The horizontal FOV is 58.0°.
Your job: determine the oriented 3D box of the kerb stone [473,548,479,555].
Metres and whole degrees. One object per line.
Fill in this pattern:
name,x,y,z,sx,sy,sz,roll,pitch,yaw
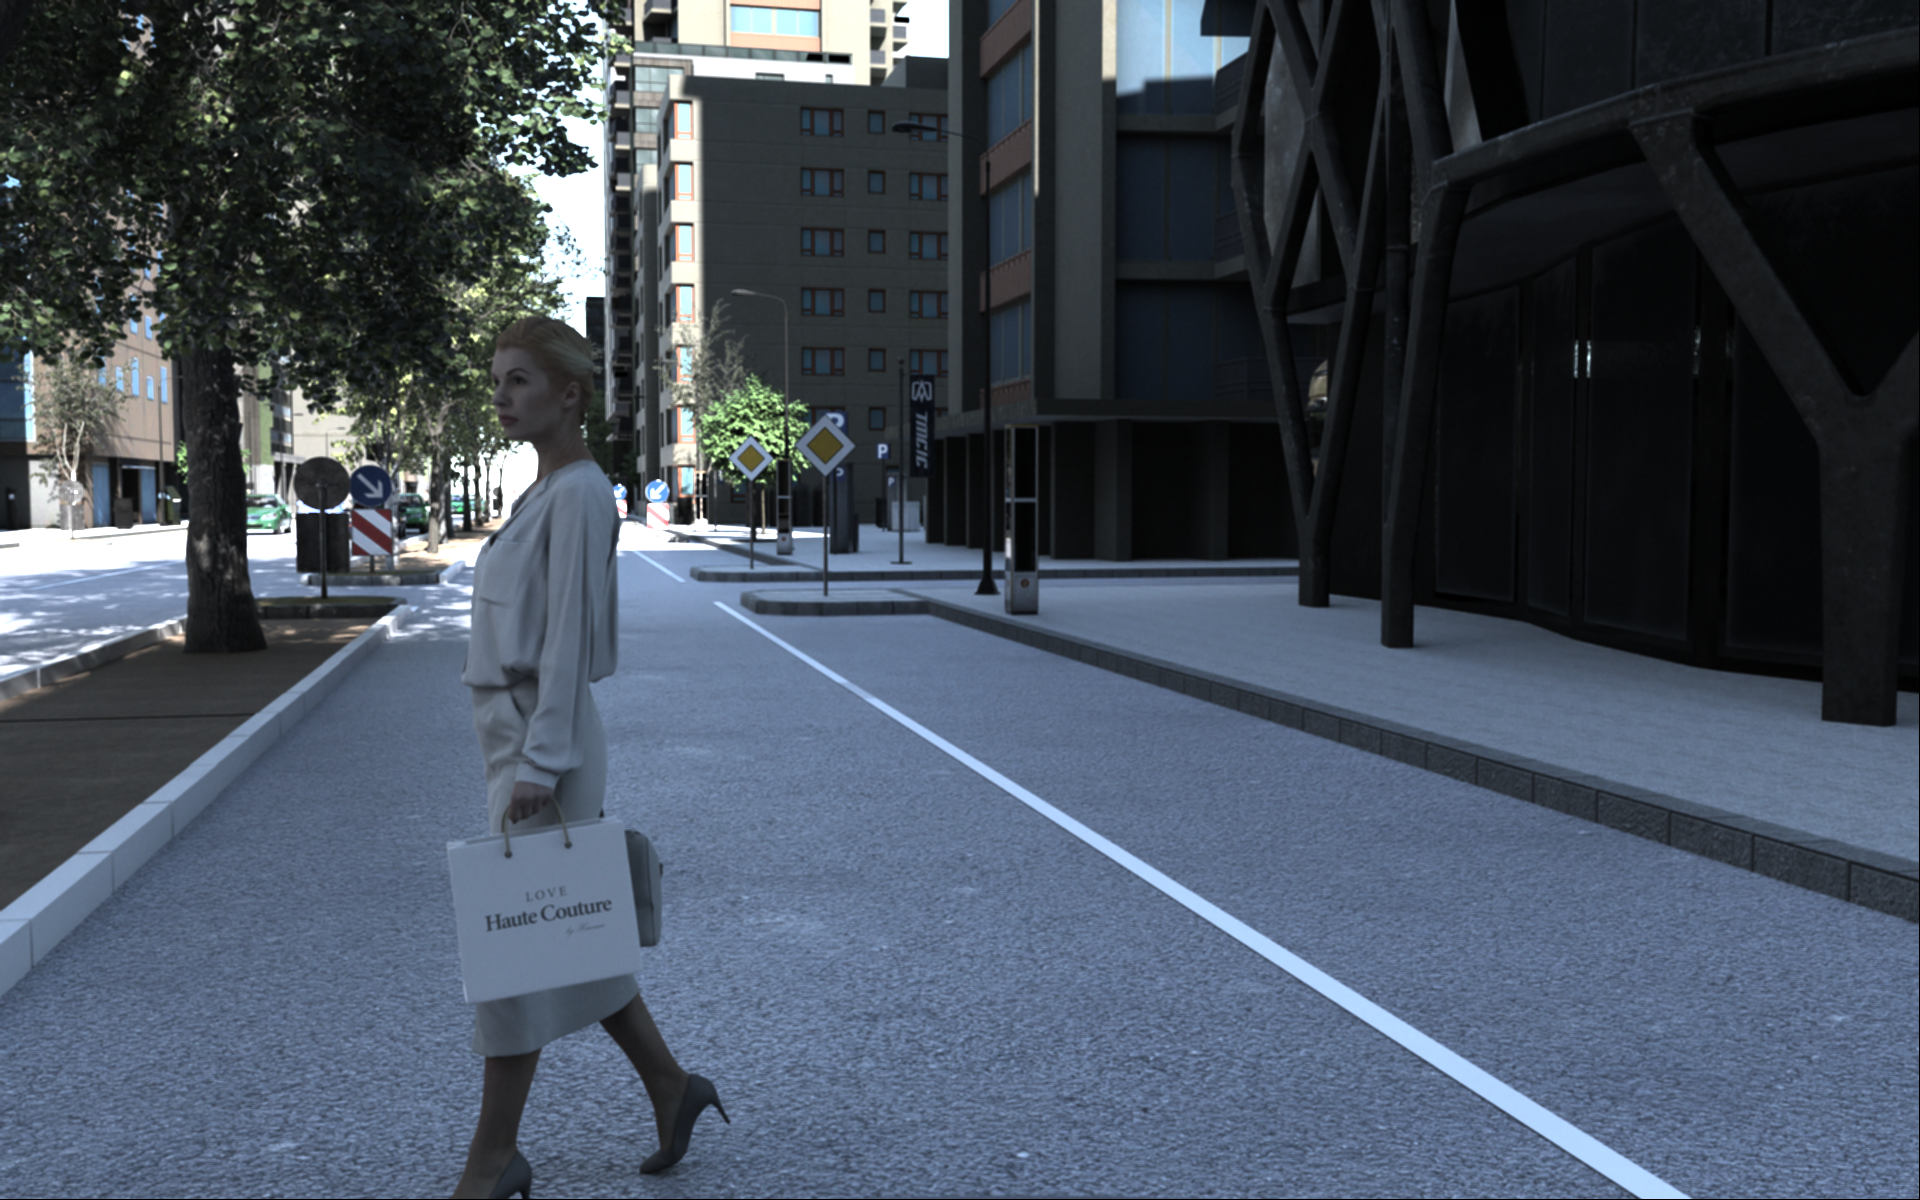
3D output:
kerb stone,-10.998,-1.034,39.106,0.120,0.150,1.000,-1,4,-13

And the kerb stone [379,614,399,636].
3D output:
kerb stone,-5.857,0.276,17.676,0.120,0.150,1.000,-1,4,-13

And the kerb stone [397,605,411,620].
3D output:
kerb stone,-6.336,0.160,19.669,0.120,0.150,1.000,-1,4,-13

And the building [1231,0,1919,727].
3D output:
building,11.670,-9.017,14.874,16.820,18.784,16.811,-1,4,-13

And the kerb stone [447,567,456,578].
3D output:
kerb stone,-8.614,-0.425,29.143,0.120,0.150,1.000,-1,4,-13

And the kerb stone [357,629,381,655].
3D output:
kerb stone,-5.381,0.399,15.688,0.120,0.150,1.000,-1,4,-13

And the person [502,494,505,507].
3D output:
person,-52.529,-11.573,198.534,0.721,1.723,1.217,2,4,26

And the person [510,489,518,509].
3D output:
person,-26.701,-5.787,103.779,0.621,1.740,0.551,1,4,20

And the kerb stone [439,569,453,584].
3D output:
kerb stone,-8.372,-0.361,28.150,0.120,0.150,1.000,-1,4,-13

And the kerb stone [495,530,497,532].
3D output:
kerb stone,-16.757,-2.498,63.039,0.120,0.150,1.000,-1,4,-13

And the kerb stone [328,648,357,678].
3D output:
kerb stone,-4.907,0.523,13.690,0.120,0.150,1.000,-1,4,-13

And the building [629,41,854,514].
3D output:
building,-14.920,-21.045,115.780,14.160,30.474,14.107,-1,4,-13

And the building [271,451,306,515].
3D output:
building,-51.810,-40.777,104.954,20.563,71.187,20.611,-1,4,-13

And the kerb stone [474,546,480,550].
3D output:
kerb stone,-11.244,-1.095,40.098,0.120,0.150,1.000,-1,4,-13

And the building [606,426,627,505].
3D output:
building,-33.491,-46.933,205.607,20.563,71.187,20.611,-1,4,-13

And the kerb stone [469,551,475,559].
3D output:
kerb stone,-10.527,-0.912,37.114,0.120,0.150,1.000,-1,4,-13

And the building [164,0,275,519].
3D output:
building,-44.098,-19.413,89.109,14.160,30.474,14.107,-1,4,-13

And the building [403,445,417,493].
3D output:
building,-70.284,-33.530,198.330,14.600,45.320,14.200,-1,4,-13

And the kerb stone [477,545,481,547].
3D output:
kerb stone,-11.485,-1.156,41.092,0.120,0.150,1.000,-1,4,-13

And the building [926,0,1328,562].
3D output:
building,12.925,-23.797,43.707,28.867,44.769,22.147,-1,4,-13

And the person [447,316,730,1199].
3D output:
person,-0.772,0.331,3.443,0.624,1.780,0.694,-1,4,-10

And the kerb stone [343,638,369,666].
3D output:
kerb stone,-5.143,0.459,14.684,0.120,0.150,1.000,-1,4,-13

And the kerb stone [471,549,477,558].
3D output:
kerb stone,-10.765,-0.973,38.111,0.120,0.150,1.000,-1,4,-13

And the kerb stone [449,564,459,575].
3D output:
kerb stone,-8.852,-0.486,30.139,0.120,0.150,1.000,-1,4,-13

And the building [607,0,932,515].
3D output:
building,-16.359,-29.540,137.610,22.147,44.769,28.867,-1,4,-13

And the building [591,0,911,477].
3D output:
building,-20.002,-35.261,165.762,28.713,52.752,27.495,-1,4,-13

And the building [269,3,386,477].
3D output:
building,-61.967,-32.166,149.617,21.300,48.544,21.600,-1,4,-13

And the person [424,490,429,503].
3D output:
person,-39.105,-7.181,126.699,0.721,1.735,1.217,-2,4,-26

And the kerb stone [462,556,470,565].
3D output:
kerb stone,-9.796,-0.724,34.121,0.120,0.150,1.000,-1,4,-13

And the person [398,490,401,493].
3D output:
person,-41.877,-7.361,129.644,1.217,1.735,0.721,3,4,36

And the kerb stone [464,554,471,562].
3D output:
kerb stone,-10.047,-0.787,35.125,0.120,0.150,1.000,-1,4,-13

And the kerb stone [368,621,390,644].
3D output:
kerb stone,-5.622,0.337,16.681,0.120,0.150,1.000,-1,4,-13

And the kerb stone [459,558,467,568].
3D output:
kerb stone,-9.564,-0.668,33.124,0.120,0.150,1.000,-1,4,-13

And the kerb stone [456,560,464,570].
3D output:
kerb stone,-9.328,-0.605,32.130,0.120,0.150,1.000,-1,4,-13

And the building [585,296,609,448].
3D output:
building,-47.537,-29.445,253.126,14.160,30.474,14.107,-1,4,-13

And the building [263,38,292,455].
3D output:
building,-62.904,-26.560,126.136,32.217,40.220,23.993,-1,4,-13

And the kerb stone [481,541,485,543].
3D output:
kerb stone,-12.195,-1.339,44.092,0.120,0.150,1.000,-1,4,-13

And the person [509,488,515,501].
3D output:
person,-31.087,-6.870,120.765,0.705,1.831,1.348,-3,4,-37

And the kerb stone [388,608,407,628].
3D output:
kerb stone,-6.097,0.217,18.674,0.120,0.150,1.000,-1,4,-13

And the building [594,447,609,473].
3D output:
building,-37.741,-56.143,230.609,22.319,86.520,31.000,-1,4,-13

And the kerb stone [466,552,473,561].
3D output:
kerb stone,-10.289,-0.852,36.118,0.120,0.150,1.000,-1,4,-13

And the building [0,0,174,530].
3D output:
building,-39.675,-25.473,66.598,14.600,45.320,14.200,-1,4,-13

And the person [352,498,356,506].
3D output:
person,-22.779,-3.490,65.426,0.748,1.841,0.638,-3,5,-44

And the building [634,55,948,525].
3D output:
building,-1.866,-14.915,88.901,27.650,21.520,28.899,-1,4,-13

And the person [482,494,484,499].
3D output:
person,-51.335,-10.678,186.352,0.557,1.426,1.065,0,4,-4

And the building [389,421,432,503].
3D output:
building,-80.825,-34.025,239.907,14.154,41.232,14.086,-1,4,-13

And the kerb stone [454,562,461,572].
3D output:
kerb stone,-9.096,-0.547,31.132,0.120,0.150,1.000,-1,4,-13
